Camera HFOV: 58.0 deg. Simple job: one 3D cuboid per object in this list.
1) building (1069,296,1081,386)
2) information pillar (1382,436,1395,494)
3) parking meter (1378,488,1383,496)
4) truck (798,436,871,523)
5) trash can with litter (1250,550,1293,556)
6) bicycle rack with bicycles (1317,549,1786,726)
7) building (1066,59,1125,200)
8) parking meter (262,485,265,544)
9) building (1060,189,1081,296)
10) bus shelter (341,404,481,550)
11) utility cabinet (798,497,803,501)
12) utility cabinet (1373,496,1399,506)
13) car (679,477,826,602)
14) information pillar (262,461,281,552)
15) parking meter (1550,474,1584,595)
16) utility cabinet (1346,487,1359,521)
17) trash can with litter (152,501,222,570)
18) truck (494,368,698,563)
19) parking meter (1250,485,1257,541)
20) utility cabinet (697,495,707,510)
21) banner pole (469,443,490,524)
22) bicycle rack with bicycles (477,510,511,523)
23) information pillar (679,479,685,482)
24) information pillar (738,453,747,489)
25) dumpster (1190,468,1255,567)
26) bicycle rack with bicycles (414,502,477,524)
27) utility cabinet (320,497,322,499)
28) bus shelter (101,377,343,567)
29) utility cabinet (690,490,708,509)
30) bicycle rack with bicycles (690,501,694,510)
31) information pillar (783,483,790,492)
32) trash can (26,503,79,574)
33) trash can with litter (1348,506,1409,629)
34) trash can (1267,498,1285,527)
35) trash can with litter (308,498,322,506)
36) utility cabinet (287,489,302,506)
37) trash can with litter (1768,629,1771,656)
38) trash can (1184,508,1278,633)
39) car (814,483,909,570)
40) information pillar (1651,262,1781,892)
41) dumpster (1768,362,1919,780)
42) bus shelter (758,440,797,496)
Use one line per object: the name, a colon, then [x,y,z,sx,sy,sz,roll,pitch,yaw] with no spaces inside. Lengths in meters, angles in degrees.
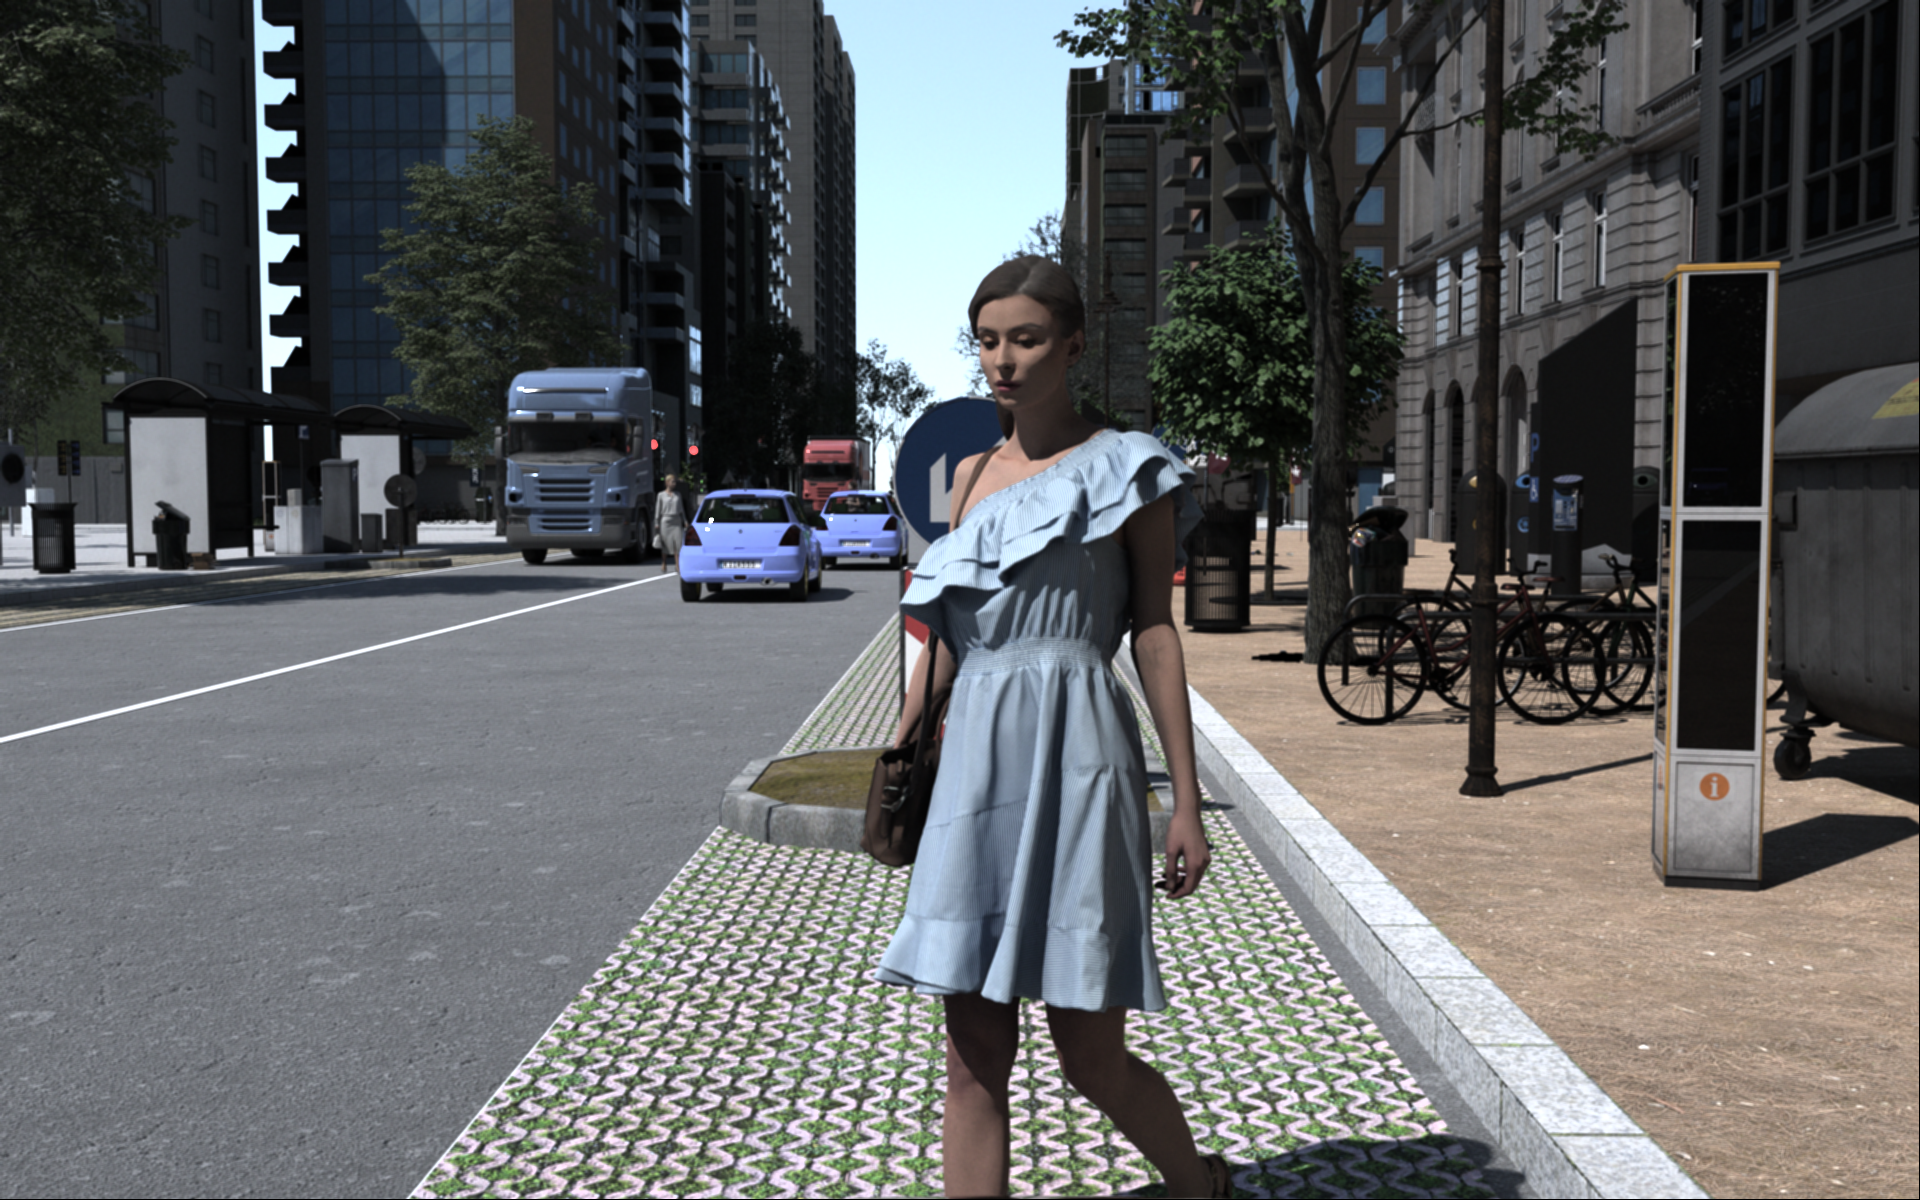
building: [22.648,-29.364,251.803,14.160,30.474,14.107,0,4,1]
information pillar: [17.338,-4.809,69.980,0.504,3.616,0.183,2,4,26]
parking meter: [17.267,-3.812,70.738,0.372,1.533,0.369,0,3,0]
truck: [-6.049,-5.905,85.454,2.839,4.237,11.283,0,4,1]
trash can with litter: [5.860,-1.552,36.439,2.233,1.210,1.678,1,4,19]
bicycle rack with bicycles: [3.538,0.176,10.502,2.925,0.926,2.852,0,4,6]
building: [26.066,-52.099,290.062,20.563,71.187,20.611,0,4,1]
parking meter: [-17.667,-2.201,44.403,0.372,1.533,0.369,0,3,0]
building: [26.609,-39.509,269.671,21.300,48.544,21.600,0,4,1]
bus shelter: [-13.377,-2.931,41.851,2.014,3.302,5.546,0,4,1]
utility cabinet: [-12.673,-7.561,134.791,0.306,1.237,1.020,3,4,36]
utility cabinet: [13.436,-2.637,54.272,0.306,1.237,1.020,-3,5,-40]
car: [-2.878,-0.903,24.362,1.945,1.707,3.694,0,4,-1]
information pillar: [-15.365,-2.093,38.712,0.304,2.012,0.304,0,4,-4]
parking meter: [7.742,-0.837,22.093,0.372,1.533,0.369,0,3,0]
utility cabinet: [12.023,-2.820,54.788,1.173,1.500,0.318,-1,4,-22]
trash can with litter: [-13.089,-1.098,29.333,1.055,1.170,0.624,0,4,-6]
truck: [-7.625,-3.242,42.769,2.967,4.110,18.799,0,4,1]
parking meter: [7.974,-2.401,47.671,0.372,1.533,0.369,0,3,0]
utility cabinet: [-12.027,-4.371,82.634,1.020,1.237,0.306,0,4,7]
banner pole: [-20.609,-5.149,74.209,0.863,3.779,0.401,0,4,-1]
bicycle rack with bicycles: [-13.400,-2.521,54.606,2.852,0.926,2.925,0,4,-4]
information pillar: [-15.261,-5.518,94.703,0.304,2.012,0.304,2,4,26]
information pillar: [-12.476,-6.607,99.384,0.504,3.616,0.183,-1,4,-11]
dumpster: [4.306,-1.452,29.499,1.264,1.857,1.865,0,4,1]
bicycle rack with bicycles: [-22.266,-3.794,75.406,2.925,0.926,2.852,3,4,36]
utility cabinet: [-19.650,-2.631,54.177,0.306,1.237,1.020,2,4,27]
bus shelter: [-13.783,-2.374,32.735,2.014,3.302,5.546,0,4,1]
utility cabinet: [-14.120,-5.149,92.872,1.173,1.500,0.318,-3,4,-36]
bicycle rack with bicycles: [-13.267,-4.543,87.663,2.925,0.926,2.852,-1,4,-12]
information pillar: [-11.523,-6.764,115.083,0.304,2.012,0.304,3,5,40]
trash can: [-14.643,-0.999,27.983,0.748,1.137,0.748,0,3,0]
trash can with litter: [3.881,-0.324,16.677,0.624,1.170,1.055,-1,4,-10]
trash can: [12.275,-3.407,67.357,0.748,1.137,0.748,0,3,0]
trash can with litter: [-17.325,-2.185,47.114,0.624,1.170,1.055,-3,4,-38]
utility cabinet: [-28.984,-4.082,75.425,0.318,1.500,1.173,-3,4,-36]
trash can with litter: [7.077,-0.174,13.908,1.678,1.210,2.233,-1,4,-14]
trash can: [2.401,-0.274,16.138,0.748,1.137,0.748,0,3,0]
car: [-1.908,-1.487,33.896,1.945,1.707,3.694,0,4,1]
information pillar: [2.475,-0.074,5.698,0.304,2.012,0.304,1,4,14]
dumpster: [4.227,-0.076,7.009,1.264,1.857,1.865,0,4,1]
bus shelter: [-12.592,-8.728,120.333,2.179,5.291,8.768,0,4,1]
